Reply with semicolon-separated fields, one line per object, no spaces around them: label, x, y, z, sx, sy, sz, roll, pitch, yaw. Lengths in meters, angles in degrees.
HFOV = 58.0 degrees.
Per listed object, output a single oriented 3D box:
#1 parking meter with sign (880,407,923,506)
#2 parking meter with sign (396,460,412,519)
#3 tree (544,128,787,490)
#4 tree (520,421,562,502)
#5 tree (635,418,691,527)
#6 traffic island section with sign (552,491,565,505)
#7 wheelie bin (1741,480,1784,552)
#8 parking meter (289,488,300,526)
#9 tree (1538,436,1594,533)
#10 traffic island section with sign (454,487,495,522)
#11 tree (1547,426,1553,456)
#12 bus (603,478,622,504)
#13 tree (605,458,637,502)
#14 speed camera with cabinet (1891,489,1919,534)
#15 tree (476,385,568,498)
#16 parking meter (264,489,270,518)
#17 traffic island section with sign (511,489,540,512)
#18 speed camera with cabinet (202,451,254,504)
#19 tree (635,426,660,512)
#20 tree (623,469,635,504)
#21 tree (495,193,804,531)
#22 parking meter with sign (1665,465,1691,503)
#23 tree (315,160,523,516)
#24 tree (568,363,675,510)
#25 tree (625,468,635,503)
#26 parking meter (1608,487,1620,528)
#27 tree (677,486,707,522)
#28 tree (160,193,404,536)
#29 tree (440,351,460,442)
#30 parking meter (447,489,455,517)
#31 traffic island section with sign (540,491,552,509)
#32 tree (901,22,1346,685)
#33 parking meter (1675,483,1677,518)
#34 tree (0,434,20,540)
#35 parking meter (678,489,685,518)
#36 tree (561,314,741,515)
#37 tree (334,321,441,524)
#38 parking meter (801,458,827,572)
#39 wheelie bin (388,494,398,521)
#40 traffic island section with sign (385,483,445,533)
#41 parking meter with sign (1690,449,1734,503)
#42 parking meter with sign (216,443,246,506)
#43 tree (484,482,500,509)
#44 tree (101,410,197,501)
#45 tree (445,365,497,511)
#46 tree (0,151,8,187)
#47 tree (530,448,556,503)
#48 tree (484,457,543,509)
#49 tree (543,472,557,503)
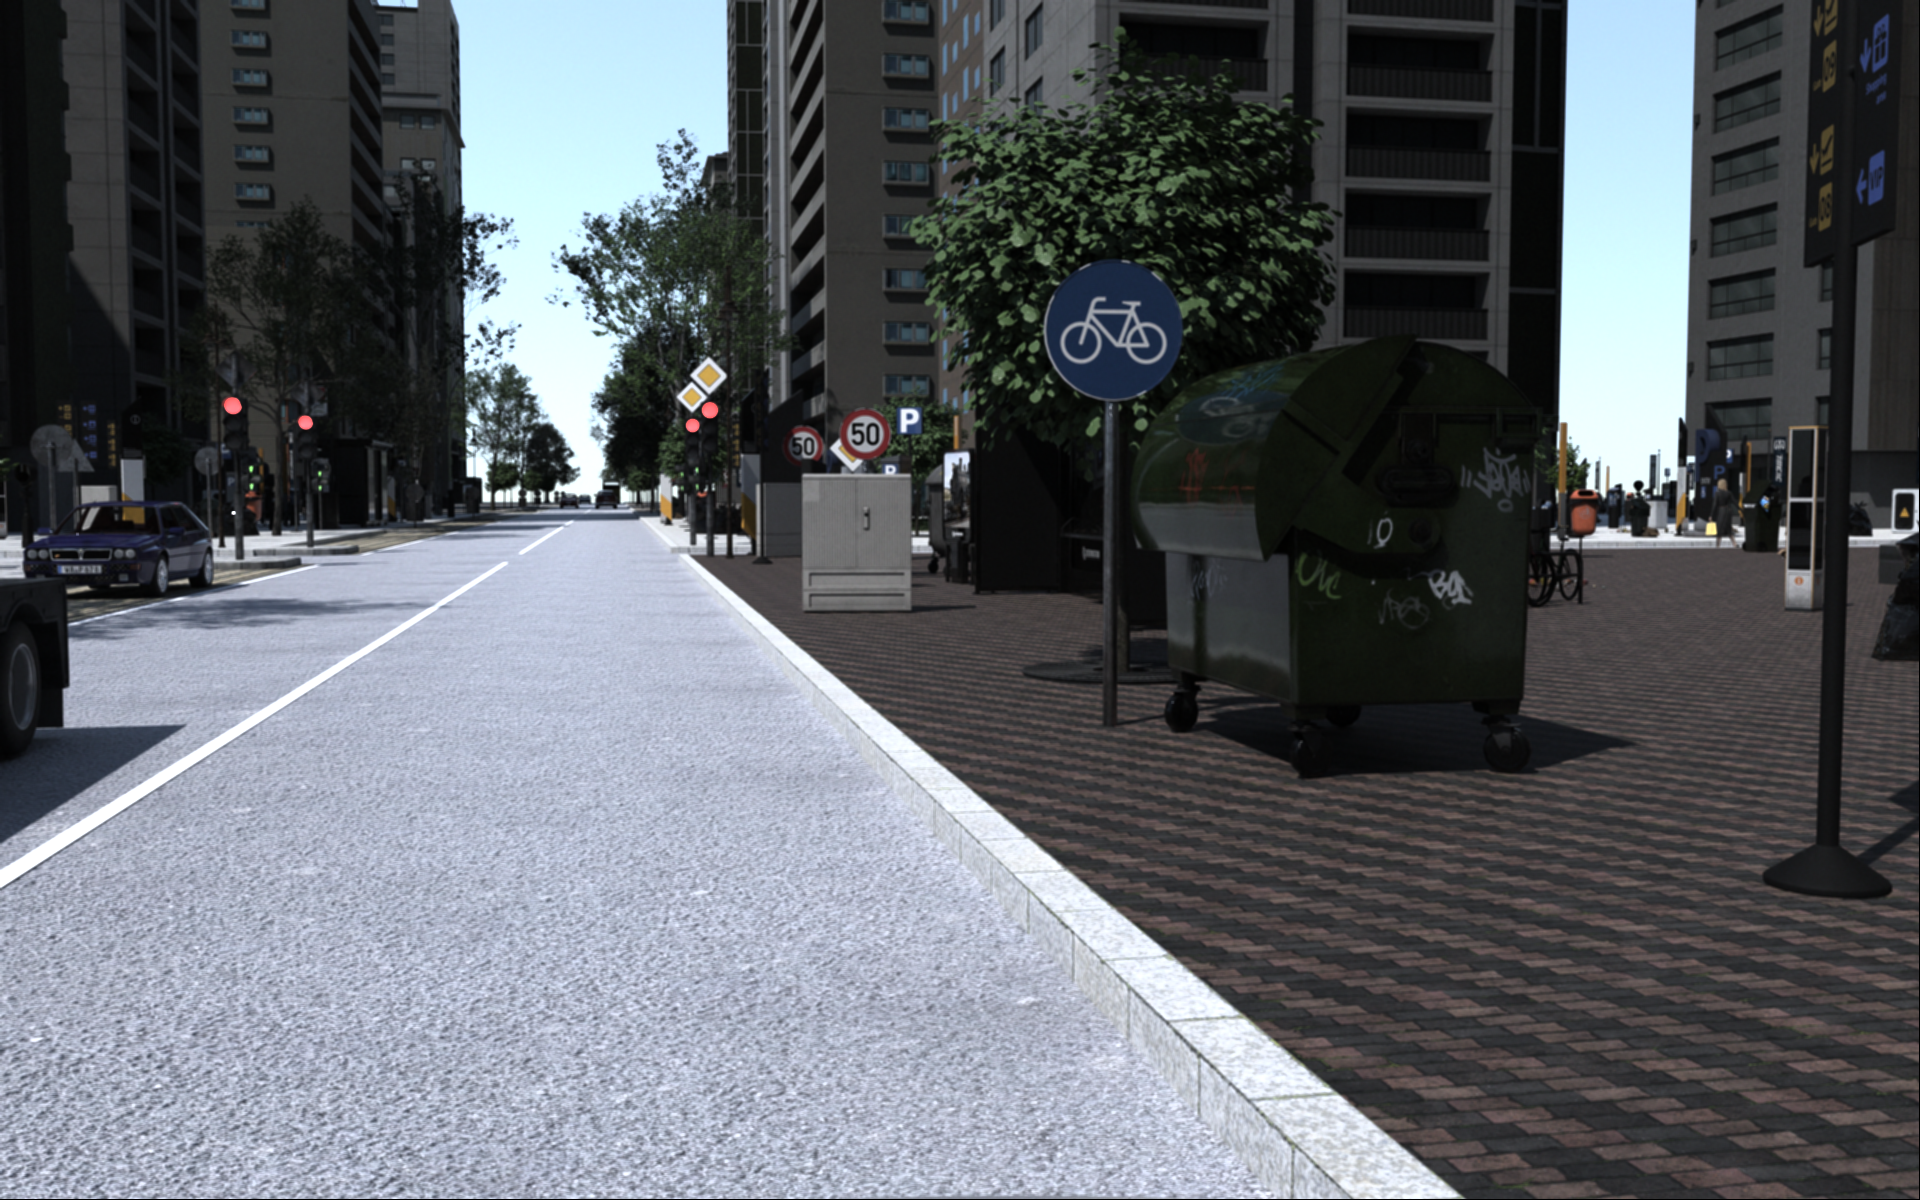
parking meter with sign;-1.271;-2.308;33.996;0.543;3.016;1.738;1;4;19
parking meter with sign;-28.362;-5.658;88.765;0.543;3.016;1.738;0;4;-4
tree;-15.681;-14.467;92.418;12.611;20.169;13.585;0;3;0
tree;-64.326;-21.586;269.940;9.611;12.733;9.660;0;3;0
tree;-10.239;-5.128;67.564;4.285;4.588;4.351;0;3;0
traffic island section with sign;-51.197;-12.944;220.260;1.989;1.847;2.006;-1;4;-11
wheelie bin;17.779;-1.864;38.379;0.693;1.594;0.980;0;4;-4
parking meter;-26.938;-3.772;70.086;0.372;1.533;0.369;0;3;0
tree;20.098;-3.822;57.097;1.663;3.219;1.824;0;3;0
traffic island section with sign;-25.374;-5.008;90.515;1.989;1.847;2.006;-1;4;-11
tree;16.603;-4.286;53.787;4.285;4.588;4.351;0;3;0
bus;-52.019;-16.347;258.815;2.896;3.916;12.252;-1;4;-11
tree;-40.852;-18.340;217.989;7.486;12.596;7.792;0;3;0
speed camera with cabinet;31.373;-3.782;56.171;0.660;3.252;2.038;-2;4;-29
tree;-46.791;-16.760;184.392;12.009;13.543;11.850;0;3;0
parking meter;-36.149;-5.024;90.547;0.372;1.533;0.369;0;3;0
traffic island section with sign;-35.025;-7.973;138.990;1.989;1.847;2.006;-1;4;-11
speed camera with cabinet;-30.642;-4.782;72.526;0.660;3.252;2.038;2;4;33
tree;-21.656;-10.644;124.383;4.360;8.622;3.978;0;3;0
tree;-29.776;-11.009;163.714;4.285;4.588;4.351;0;3;0
tree;-9.057;-8.201;59.845;9.928;11.665;9.643;0;3;0
parking meter with sign;48.167;-7.327;116.060;0.543;3.016;1.738;-3;5;-40
tree;-31.731;-15.001;101.157;12.611;20.169;13.585;0;3;0
tree;-24.130;-13.788;135.796;12.009;13.543;11.850;0;3;0
tree;-45.044;-17.672;239.294;4.737;8.622;4.395;0;3;0
parking meter;24.486;-3.451;64.834;0.372;1.533;0.369;0;3;0
tree;-12.476;-5.242;80.311;1.663;3.219;1.824;0;3;0
tree;-20.746;-7.265;53.193;7.601;10.594;8.767;-1;4;-22
tree;-26.013;-8.101;82.821;4.360;8.622;3.978;0;3;0
parking meter;-27.919;-5.295;94.983;0.372;1.533;0.369;0;3;0
traffic island section with sign;-40.389;-9.622;165.944;1.989;1.847;2.006;-1;4;-11
tree;1.203;-1.748;12.290;4.285;4.588;4.351;0;3;0
parking meter;39.214;-5.430;94.484;0.399;1.863;0.255;-3;5;-42
tree;-27.672;-3.324;48.941;1.663;3.219;1.824;0;3;0
parking meter;-15.083;-5.225;93.844;0.372;1.533;0.369;0;3;0
tree;-18.336;-11.666;107.750;9.611;12.733;9.660;0;3;0
tree;-24.380;-7.520;73.315;4.360;8.622;3.978;0;3;0
parking meter;-2.394;-1.395;28.525;0.255;1.863;0.399;3;5;43
wheelie bin;-26.655;-4.457;80.772;0.980;1.594;0.693;3;5;39
traffic island section with sign;-20.073;-3.379;63.869;1.989;1.847;2.006;-1;4;-11
parking meter with sign;28.892;-4.293;66.448;1.738;3.016;0.543;-2;4;-32
parking meter with sign;-25.099;-3.904;60.092;0.543;3.016;1.738;0;4;3
tree;-41.002;-9.616;151.820;1.663;3.219;1.824;0;3;0
tree;-31.551;-5.121;67.437;4.285;4.588;4.351;0;3;0
tree;-35.819;-12.678;133.038;9.928;11.665;9.643;0;3;0
tree;-13.419;-5.040;16.820;7.601;10.594;8.767;-3;5;-43
tree;-62.557;-18.946;260.129;4.360;8.622;3.978;0;3;0
tree;-38.933;-10.028;147.674;4.285;4.588;4.351;0;3;0
tree;-53.065;-14.120;214.581;4.285;4.588;4.351;0;3;0
